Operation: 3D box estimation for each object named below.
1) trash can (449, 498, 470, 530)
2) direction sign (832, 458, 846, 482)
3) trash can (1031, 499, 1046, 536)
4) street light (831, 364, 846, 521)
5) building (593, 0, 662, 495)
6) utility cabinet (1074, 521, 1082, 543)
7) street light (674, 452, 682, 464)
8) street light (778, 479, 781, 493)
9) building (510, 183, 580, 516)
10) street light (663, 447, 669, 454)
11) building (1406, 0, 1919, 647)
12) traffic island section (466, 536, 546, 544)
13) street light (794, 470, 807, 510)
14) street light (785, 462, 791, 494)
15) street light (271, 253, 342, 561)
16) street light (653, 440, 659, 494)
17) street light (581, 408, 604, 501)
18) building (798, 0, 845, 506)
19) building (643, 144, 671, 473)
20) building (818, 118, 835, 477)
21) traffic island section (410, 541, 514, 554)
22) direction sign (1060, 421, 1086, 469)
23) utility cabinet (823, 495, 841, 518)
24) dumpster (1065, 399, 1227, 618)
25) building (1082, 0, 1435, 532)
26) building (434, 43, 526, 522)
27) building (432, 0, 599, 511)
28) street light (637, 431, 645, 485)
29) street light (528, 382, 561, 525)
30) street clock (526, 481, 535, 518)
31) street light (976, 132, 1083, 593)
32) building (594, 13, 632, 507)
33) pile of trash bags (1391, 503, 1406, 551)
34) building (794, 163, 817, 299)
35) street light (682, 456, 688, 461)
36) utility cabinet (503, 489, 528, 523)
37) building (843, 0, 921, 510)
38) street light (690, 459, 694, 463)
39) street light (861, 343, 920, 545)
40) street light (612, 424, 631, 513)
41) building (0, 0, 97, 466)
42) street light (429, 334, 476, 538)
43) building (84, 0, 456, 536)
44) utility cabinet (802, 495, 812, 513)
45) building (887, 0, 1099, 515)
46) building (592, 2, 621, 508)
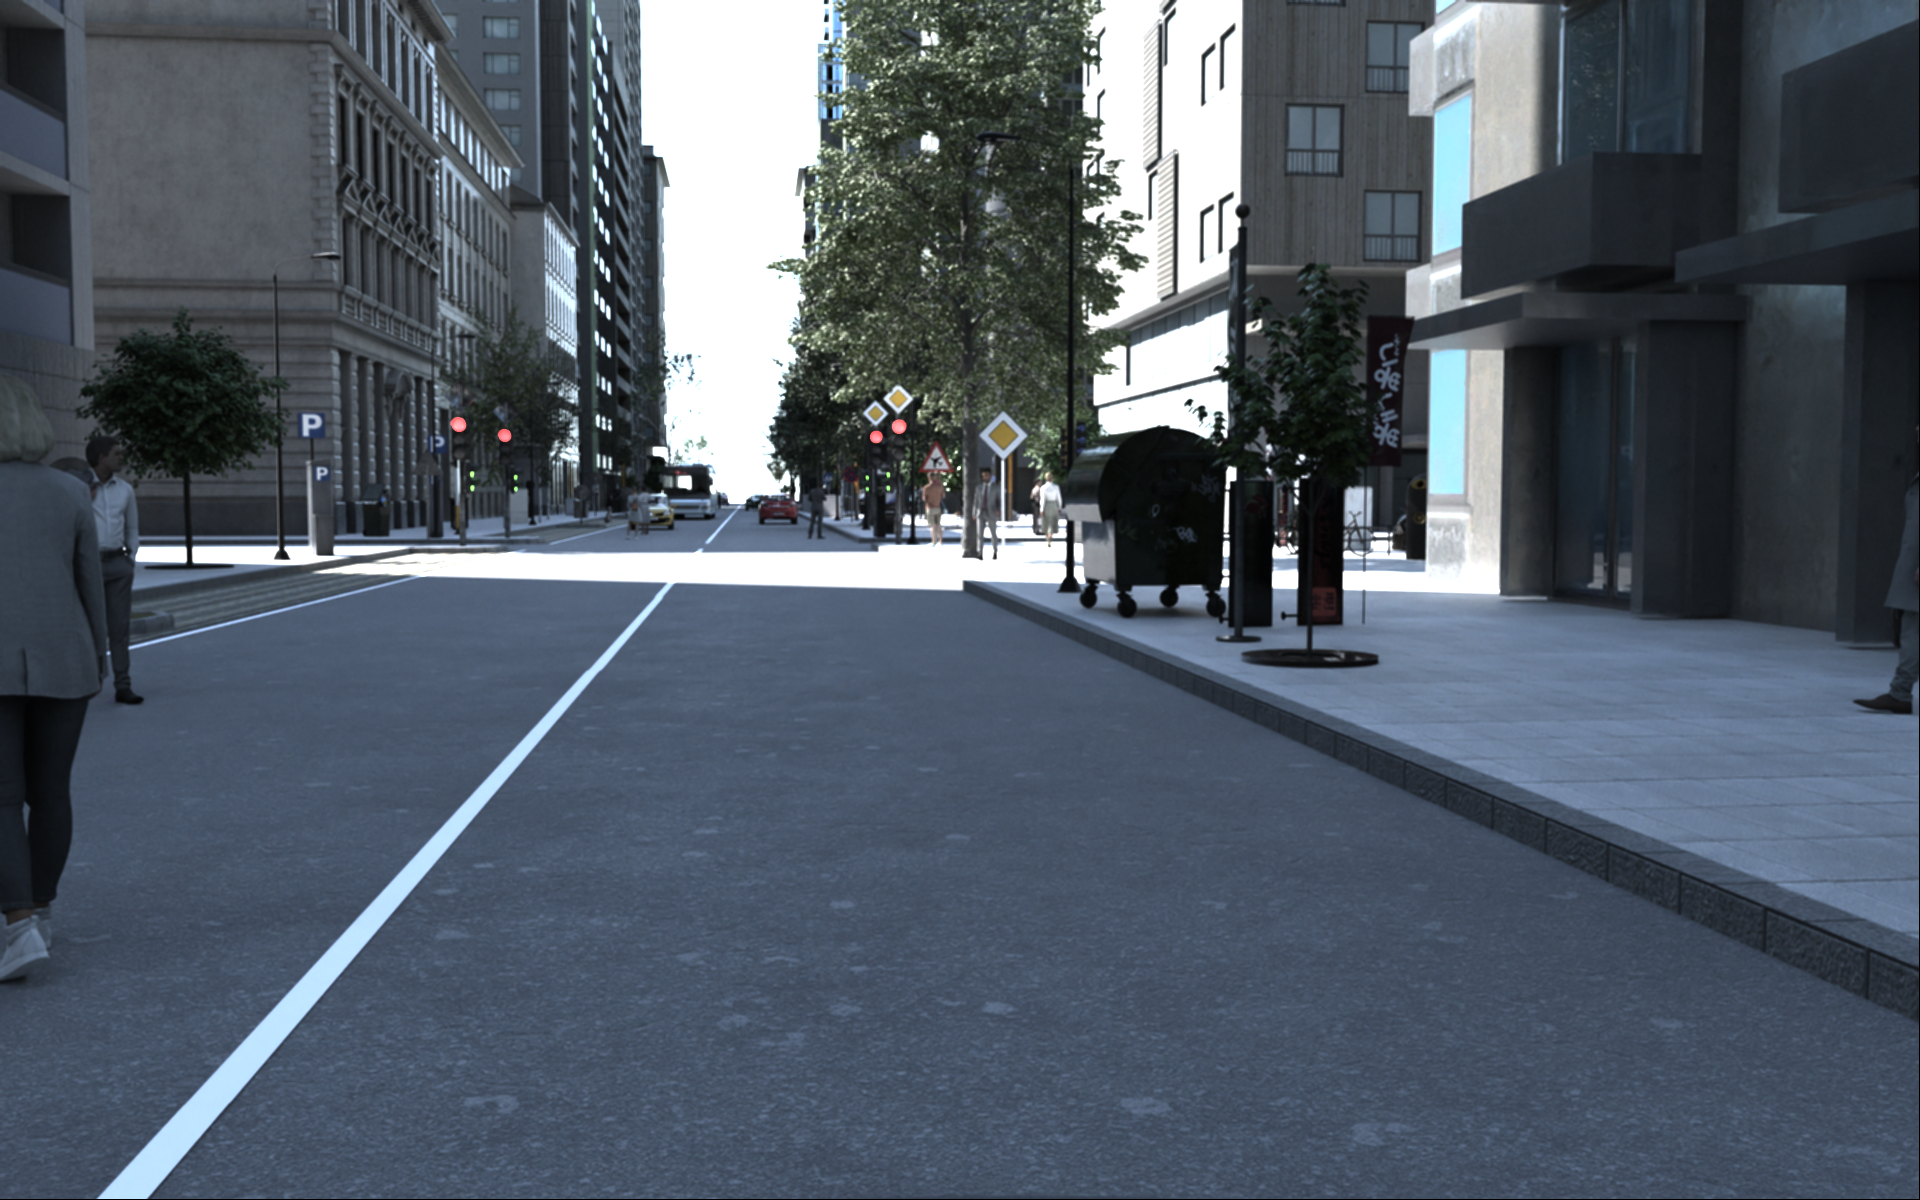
[{"bbox_3d":[-17.996,-3.095,62.264,0.748,1.137,0.748,0,3,0],"label":"trash can"},{"bbox_3d":[-7.626,-7.193,109.600,0.876,3.537,0.379,-1,4,-15],"label":"direction sign"},{"bbox_3d":[2.535,-2.547,53.295,0.748,1.137,0.748,0,3,0],"label":"trash can"},{"bbox_3d":[-3.911,-5.479,62.118,1.470,5.913,1.316,0,4,-7],"label":"street light"},{"bbox_3d":[-51.943,-48.949,238.564,20.563,71.187,20.611,0,4,-7],"label":"building"},{"bbox_3d":[3.137,-2.228,45.102,0.318,1.500,1.173,1,4,8],"label":"utility cabinet"},{"bbox_3d":[-31.785,-13.382,191.335,1.470,5.913,1.316,0,4,-7],"label":"street light"},{"bbox_3d":[-15.761,-11.440,159.582,1.470,5.913,1.316,0,4,-7],"label":"street light"},{"bbox_3d":[-30.187,-16.029,111.227,9.793,20.994,18.267,0,4,-7],"label":"building"},{"bbox_3d":[-29.225,-12.072,169.910,1.470,5.913,1.316,0,4,-7],"label":"street light"},{"bbox_3d":[17.918,-24.047,12.771,23.786,49.044,30.456,0,4,-7],"label":"building"},{"bbox_3d":[-13.268,-1.741,50.745,2.009,0.180,2.903,0,4,-7],"label":"traffic island section"},{"bbox_3d":[-9.125,-8.101,104.985,1.470,5.913,1.316,0,4,-7],"label":"street light"},{"bbox_3d":[-13.124,-10.130,138.166,1.470,5.913,1.316,0,4,-7],"label":"street light"},{"bbox_3d":[-12.621,-3.727,33.482,1.470,5.913,1.316,0,4,-7],"label":"street light"},{"bbox_3d":[-26.478,-10.761,148.485,1.470,5.913,1.316,0,4,-7],"label":"street light"},{"bbox_3d":[-19.915,-7.410,93.695,1.470,5.913,1.316,0,4,-7],"label":"street light"},{"bbox_3d":[-11.161,-56.798,241.316,22.319,86.520,31.000,0,4,-7],"label":"building"},{"bbox_3d":[-58.593,-41.188,262.669,28.713,52.752,27.495,0,4,-7],"label":"building"},{"bbox_3d":[-8.677,-31.122,192.442,14.154,41.232,14.086,0,4,-7],"label":"building"},{"bbox_3d":[-12.309,-1.256,42.818,2.009,0.180,2.903,0,4,-7],"label":"traffic island section"},{"bbox_3d":[3.523,-3.795,54.053,0.876,3.537,0.379,-2,4,-23],"label":"direction sign"},{"bbox_3d":[-6.977,-5.089,94.367,1.020,1.237,0.306,2,4,35],"label":"utility cabinet"},{"bbox_3d":[2.040,-0.991,18.704,1.502,2.255,1.985,0,4,-7],"label":"dumpster"},{"bbox_3d":[20.258,-29.374,69.504,27.495,52.752,28.713,0,4,-7],"label":"building"},{"bbox_3d":[-31.779,-15.498,86.683,16.112,22.955,30.059,0,4,-7],"label":"building"},{"bbox_3d":[-35.242,-27.346,130.704,14.154,41.232,14.086,0,4,-7],"label":"building"},{"bbox_3d":[-23.959,-9.440,126.889,1.470,5.913,1.316,0,4,-7],"label":"street light"},{"bbox_3d":[-17.204,-6.070,71.786,1.470,5.913,1.316,0,4,-7],"label":"street light"},{"bbox_3d":[-23.061,-5.406,92.958,0.471,2.002,0.358,3,4,39],"label":"street clock"},{"bbox_3d":[0.903,-3.051,22.432,1.470,5.913,1.316,0,4,-7],"label":"street light"},{"bbox_3d":[-45.421,-33.894,177.866,21.300,48.544,21.600,0,4,-7],"label":"building"},{"bbox_3d":[11.661,-1.809,39.334,3.447,1.369,1.912,0,4,-6],"label":"pile of trash bags"},{"bbox_3d":[-11.280,-41.785,272.430,28.713,52.752,27.495,0,4,-7],"label":"building"},{"bbox_3d":[-33.935,-14.455,208.872,1.470,5.913,1.316,0,4,-7],"label":"street light"},{"bbox_3d":[-19.179,-4.041,74.751,0.318,1.500,1.173,2,4,31],"label":"utility cabinet"},{"bbox_3d":[-2.997,-28.392,147.798,14.154,41.232,14.086,0,4,-7],"label":"building"},{"bbox_3d":[-36.469,-15.765,230.300,1.470,5.913,1.316,0,4,-7],"label":"street light"},{"bbox_3d":[-1.740,-4.368,43.960,1.470,5.913,1.316,0,4,-7],"label":"street light"},{"bbox_3d":[-22.561,-8.732,115.303,1.470,5.913,1.316,0,4,-7],"label":"street light"},{"bbox_3d":[-29.832,-29.559,25.295,28.212,58.520,21.231,0,4,-7],"label":"building"},{"bbox_3d":[-14.731,-4.757,50.325,1.470,5.913,1.316,0,4,-7],"label":"street light"},{"bbox_3d":[-25.076,-14.218,61.338,11.050,23.489,19.941,0,4,-7],"label":"building"},{"bbox_3d":[-10.787,-6.911,124.160,1.020,1.237,0.306,0,4,4],"label":"utility cabinet"},{"bbox_3d":[10.218,-25.982,116.689,32.217,40.220,23.993,0,4,-7],"label":"building"},{"bbox_3d":[-42.750,-32.559,151.951,23.786,49.044,30.456,0,4,-7],"label":"building"}]
